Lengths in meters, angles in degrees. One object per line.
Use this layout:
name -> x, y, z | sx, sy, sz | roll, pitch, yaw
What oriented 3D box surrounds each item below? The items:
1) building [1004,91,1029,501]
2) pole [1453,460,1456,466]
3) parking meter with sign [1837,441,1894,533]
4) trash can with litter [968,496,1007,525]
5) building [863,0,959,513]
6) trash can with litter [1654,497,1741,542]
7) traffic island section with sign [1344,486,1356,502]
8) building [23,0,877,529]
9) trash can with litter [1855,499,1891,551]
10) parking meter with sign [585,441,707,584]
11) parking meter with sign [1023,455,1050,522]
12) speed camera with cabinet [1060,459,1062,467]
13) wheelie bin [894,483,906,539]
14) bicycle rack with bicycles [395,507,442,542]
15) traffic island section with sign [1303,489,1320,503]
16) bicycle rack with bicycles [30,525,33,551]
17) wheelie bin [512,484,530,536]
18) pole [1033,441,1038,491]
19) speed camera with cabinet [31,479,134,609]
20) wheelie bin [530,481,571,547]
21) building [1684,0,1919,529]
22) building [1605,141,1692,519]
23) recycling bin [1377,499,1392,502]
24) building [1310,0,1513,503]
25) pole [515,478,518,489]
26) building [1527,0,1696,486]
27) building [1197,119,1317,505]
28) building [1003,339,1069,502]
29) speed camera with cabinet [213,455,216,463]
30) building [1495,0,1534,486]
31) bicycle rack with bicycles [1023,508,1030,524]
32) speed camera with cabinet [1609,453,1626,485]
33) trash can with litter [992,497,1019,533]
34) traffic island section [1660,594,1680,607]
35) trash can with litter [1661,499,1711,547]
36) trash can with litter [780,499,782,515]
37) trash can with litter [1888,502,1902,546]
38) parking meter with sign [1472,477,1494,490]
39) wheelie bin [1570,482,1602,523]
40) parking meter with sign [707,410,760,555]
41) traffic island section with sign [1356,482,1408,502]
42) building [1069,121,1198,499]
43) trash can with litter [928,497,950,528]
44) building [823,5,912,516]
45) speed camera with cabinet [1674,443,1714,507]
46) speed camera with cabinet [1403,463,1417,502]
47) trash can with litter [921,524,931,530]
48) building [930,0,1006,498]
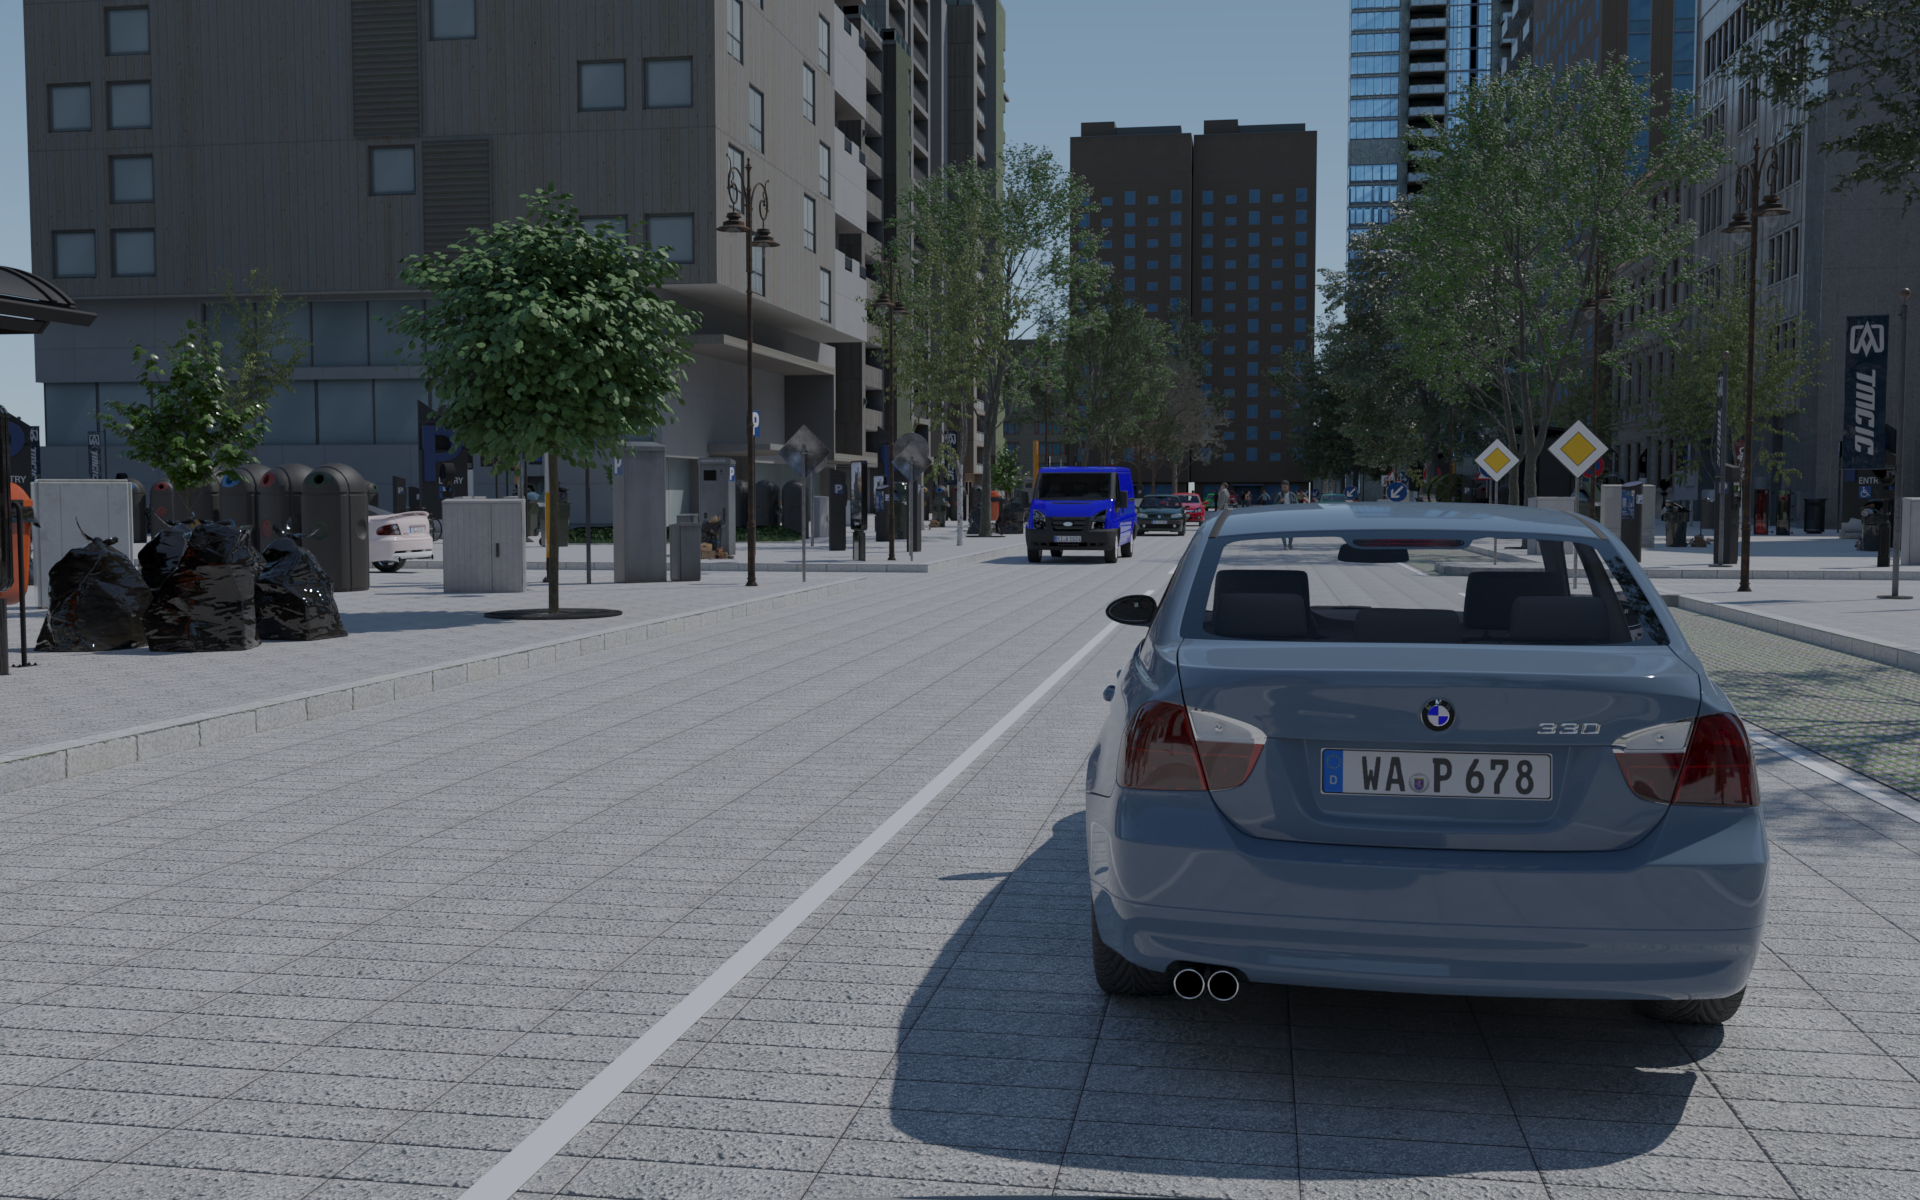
building -> -9.099, -31.017, 161.748 | 28.867, 44.769, 22.147 | 1, 4, 10
pole -> 29.706, -6.751, 104.225 | 0.158, 3.312, 0.155 | 0, 3, 0
parking meter with sign -> 29.629, -3.687, 56.538 | 1.738, 3.016, 0.543 | 1, 4, 23
trash can with litter -> 1.410, -3.662, 70.934 | 2.233, 1.210, 1.678 | 2, 4, 30
building -> -10.792, -41.716, 120.307 | 20.563, 71.187, 20.611 | 1, 4, 10
trash can with litter -> 19.980, -2.196, 46.956 | 2.233, 1.210, 1.678 | 3, 4, 39
traffic island section with sign -> 18.537, -4.537, 82.810 | 1.989, 1.847, 2.006 | 1, 4, 10
building -> -19.526, -29.682, 74.537 | 28.713, 52.752, 27.495 | 1, 4, 10
trash can with litter -> 20.464, -1.691, 39.037 | 0.624, 1.170, 1.055 | 0, 4, 7
parking meter with sign -> -4.618, -1.761, 25.056 | 1.738, 3.016, 0.543 | -3, 4, -36
parking meter with sign -> 3.195, -5.019, 78.322 | 1.738, 3.016, 0.543 | 0, 4, 8
speed camera with cabinet -> 5.612, -6.436, 99.571 | 0.660, 3.252, 2.038 | 0, 4, 3
wheelie bin -> -1.612, -2.522, 49.142 | 0.980, 1.594, 0.693 | -3, 4, -37
bicycle rack with bicycles -> -15.153, -2.015, 46.325 | 2.852, 0.926, 2.925 | 3, 5, 40
traffic island section with sign -> 27.060, -7.578, 132.524 | 1.989, 1.847, 2.006 | 1, 4, 10
bicycle rack with bicycles -> -21.046, -1.560, 38.888 | 2.852, 0.926, 2.925 | 0, 4, -4
wheelie bin -> -13.171, -2.729, 52.524 | 0.980, 1.594, 0.693 | 1, 4, 14
pole -> 2.891, -4.424, 66.169 | 0.158, 3.312, 0.155 | 0, 3, 0
speed camera with cabinet -> -10.416, -1.530, 19.351 | 2.038, 3.252, 0.660 | -2, 4, -32
wheelie bin -> -9.887, -2.099, 42.229 | 0.693, 1.594, 0.980 | -3, 4, -37
building -> 38.640, -15.469, 70.936 | 12.078, 24.808, 19.932 | 1, 4, 10
building -> 41.737, -15.604, 91.276 | 11.583, 22.565, 21.152 | 1, 4, 10
recycling bin -> 20.690, -4.370, 84.000 | 0.722, 1.027, 0.722 | 2, 4, 33
building -> 58.268, -54.721, 207.362 | 31.000, 86.520, 22.319 | 1, 4, 10
pole -> -13.862, -3.697, 54.285 | 0.158, 3.312, 0.155 | 0, 3, 0
building -> 49.354, -29.037, 124.870 | 14.600, 45.320, 14.200 | 1, 4, 10
building -> 35.525, -34.226, 209.699 | 14.200, 45.320, 14.600 | 1, 4, 10
building -> 0.865, -23.090, 222.566 | 28.899, 21.520, 27.650 | 1, 4, 10
speed camera with cabinet -> -24.070, -3.879, 57.759 | 2.038, 3.252, 0.660 | 0, 4, -1
building -> 57.973, -32.192, 145.953 | 23.786, 49.044, 30.456 | 1, 4, 10
bicycle rack with bicycles -> 3.151, -3.673, 73.434 | 2.852, 0.926, 2.925 | -2, 4, -28
speed camera with cabinet -> 30.603, -5.371, 82.150 | 2.038, 3.252, 0.660 | -2, 4, -24
trash can with litter -> 1.500, -2.833, 57.711 | 1.055, 1.170, 0.624 | -2, 4, -26
traffic island section -> 8.340, -0.071, 23.438 | 2.009, 0.180, 2.903 | 1, 4, 10
trash can with litter -> 17.560, -1.866, 41.890 | 1.055, 1.170, 0.624 | 0, 4, 5
trash can with litter -> -6.229, -2.746, 56.283 | 0.624, 1.170, 1.055 | 3, 5, 41
trash can with litter -> 22.387, -1.799, 40.795 | 1.055, 1.170, 0.624 | -3, 5, -43
parking meter with sign -> 23.664, -5.076, 79.247 | 1.738, 3.016, 0.543 | -1, 4, -15
wheelie bin -> 16.117, -2.241, 44.542 | 0.980, 1.594, 0.693 | -3, 5, -42
parking meter with sign -> -5.112, -2.457, 36.430 | 1.738, 3.016, 0.543 | 1, 4, 14
traffic island section with sign -> 13.949, -2.897, 55.993 | 1.989, 1.847, 2.006 | 1, 4, 10
building -> 21.122, -34.303, 210.956 | 14.200, 45.320, 14.600 | 1, 4, 10
trash can with litter -> -0.816, -3.361, 66.341 | 0.624, 1.170, 1.055 | 1, 4, 17
building -> -11.098, -20.307, 103.726 | 14.160, 30.474, 14.107 | 1, 4, 10
speed camera with cabinet -> 28.365, -4.386, 66.044 | 2.038, 3.252, 0.660 | 0, 4, -2
speed camera with cabinet -> 26.408, -6.586, 102.012 | 2.038, 3.252, 0.660 | -3, 5, -40
trash can with litter -> -1.495, -3.125, 62.156 | 1.678, 1.210, 2.233 | 0, 4, 2
building -> -4.315, -27.822, 138.476 | 14.154, 41.232, 14.086 | 1, 4, 10
